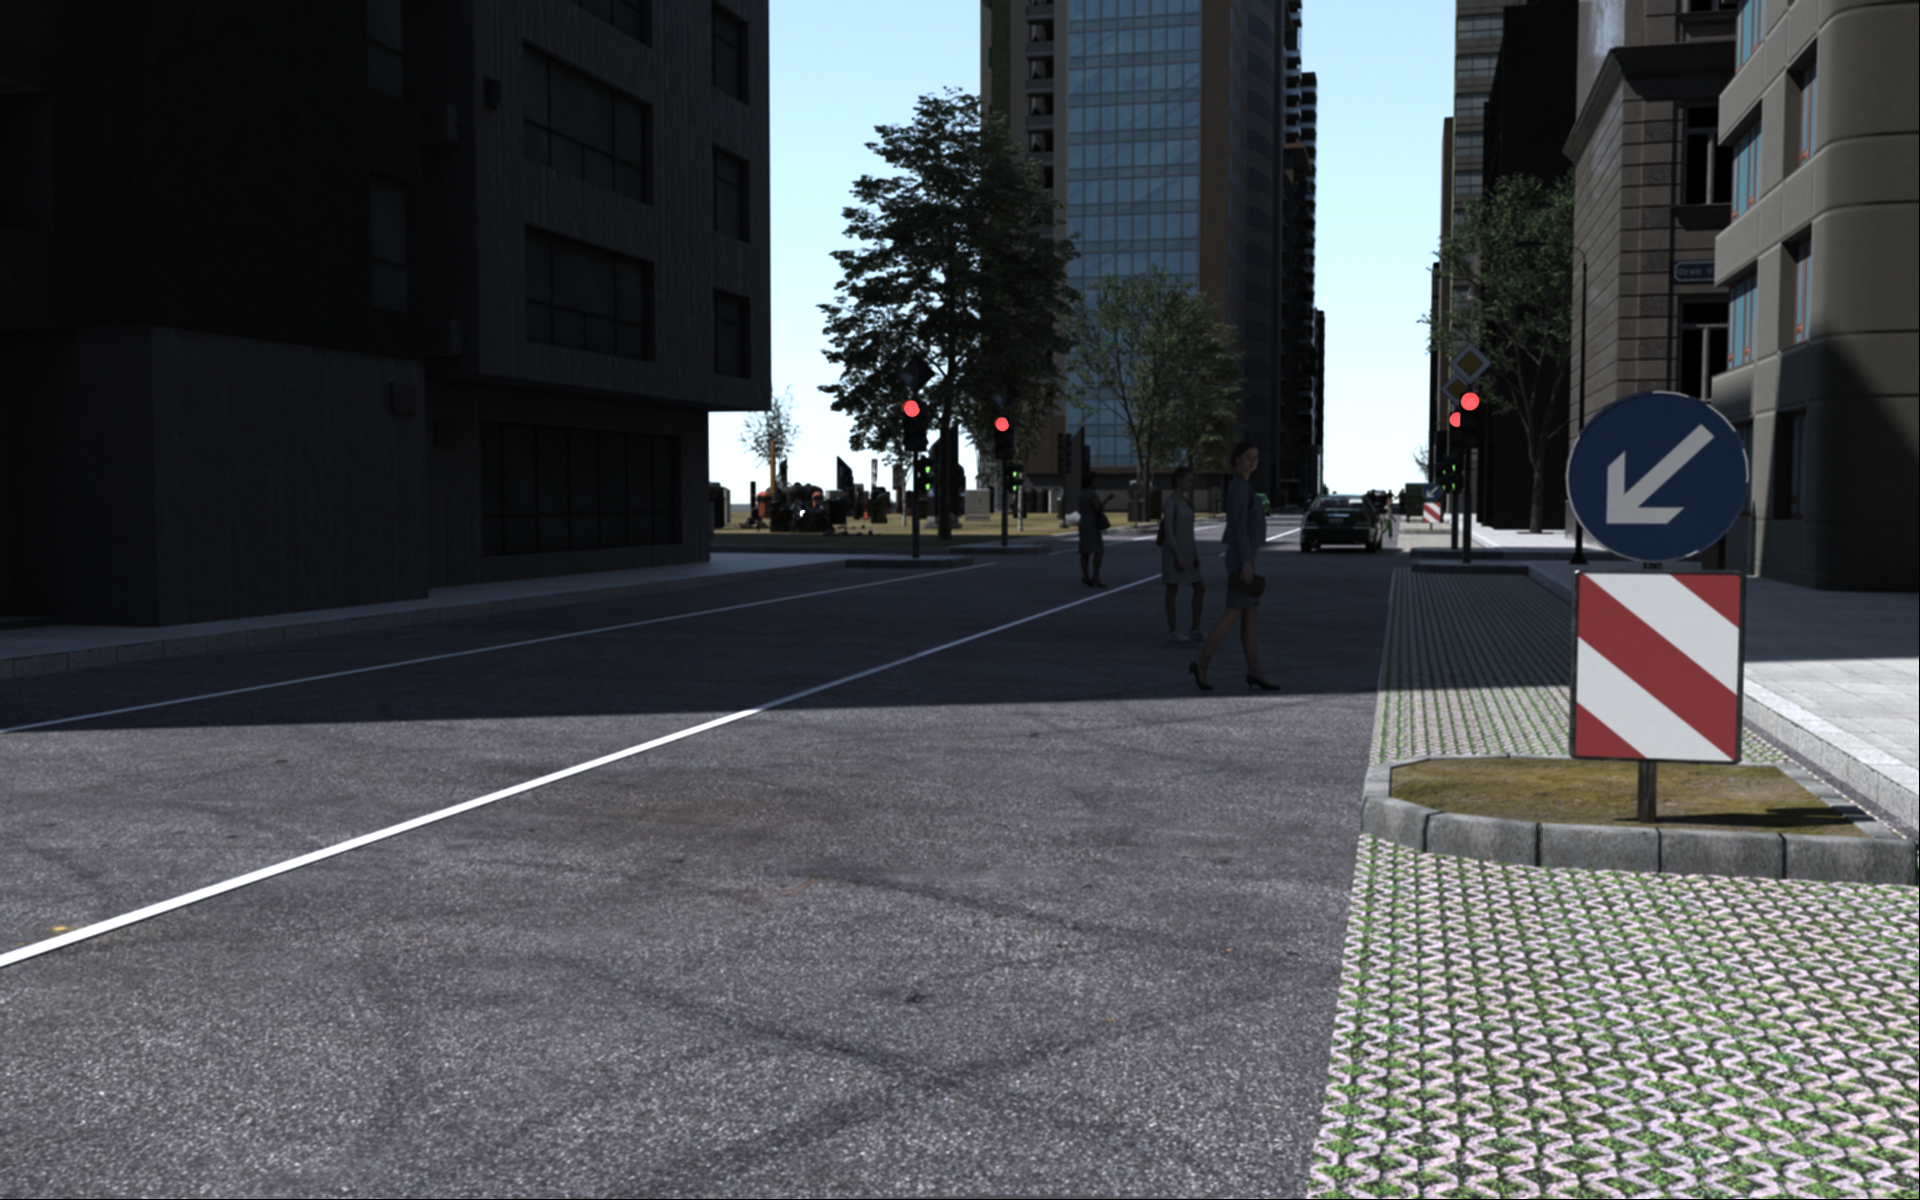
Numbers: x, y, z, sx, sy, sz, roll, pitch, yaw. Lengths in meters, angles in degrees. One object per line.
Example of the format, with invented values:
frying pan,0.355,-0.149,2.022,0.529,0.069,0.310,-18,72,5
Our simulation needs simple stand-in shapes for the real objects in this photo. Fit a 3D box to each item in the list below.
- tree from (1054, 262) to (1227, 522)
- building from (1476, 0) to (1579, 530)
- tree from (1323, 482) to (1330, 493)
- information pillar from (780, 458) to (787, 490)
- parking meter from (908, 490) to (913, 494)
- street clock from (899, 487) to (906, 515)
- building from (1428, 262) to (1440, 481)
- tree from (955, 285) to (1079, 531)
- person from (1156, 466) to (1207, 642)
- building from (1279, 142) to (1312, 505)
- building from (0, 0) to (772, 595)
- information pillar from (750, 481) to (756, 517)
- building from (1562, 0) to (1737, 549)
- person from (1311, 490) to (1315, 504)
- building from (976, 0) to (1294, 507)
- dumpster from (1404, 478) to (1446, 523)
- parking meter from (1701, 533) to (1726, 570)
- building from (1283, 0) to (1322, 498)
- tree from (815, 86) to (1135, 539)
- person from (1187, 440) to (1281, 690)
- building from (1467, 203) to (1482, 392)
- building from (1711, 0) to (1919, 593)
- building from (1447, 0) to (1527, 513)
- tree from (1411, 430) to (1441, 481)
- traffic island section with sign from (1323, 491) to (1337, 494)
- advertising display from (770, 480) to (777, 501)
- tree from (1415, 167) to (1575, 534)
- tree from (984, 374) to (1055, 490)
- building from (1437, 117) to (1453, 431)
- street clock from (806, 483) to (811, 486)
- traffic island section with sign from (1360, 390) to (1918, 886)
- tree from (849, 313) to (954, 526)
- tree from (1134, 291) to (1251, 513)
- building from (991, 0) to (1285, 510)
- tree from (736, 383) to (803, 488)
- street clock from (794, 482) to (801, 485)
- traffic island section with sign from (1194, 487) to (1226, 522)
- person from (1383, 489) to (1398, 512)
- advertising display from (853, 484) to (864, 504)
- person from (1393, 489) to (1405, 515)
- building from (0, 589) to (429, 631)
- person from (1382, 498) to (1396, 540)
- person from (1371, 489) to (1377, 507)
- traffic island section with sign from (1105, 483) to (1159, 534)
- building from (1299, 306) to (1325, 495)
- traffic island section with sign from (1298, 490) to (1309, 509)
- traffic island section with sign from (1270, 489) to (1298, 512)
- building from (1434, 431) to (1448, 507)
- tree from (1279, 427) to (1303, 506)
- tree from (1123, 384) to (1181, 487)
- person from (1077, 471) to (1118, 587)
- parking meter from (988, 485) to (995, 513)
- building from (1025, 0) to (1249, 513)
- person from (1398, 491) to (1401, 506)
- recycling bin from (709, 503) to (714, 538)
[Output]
tree,8.403,-9.388,79.251,9.928,11.665,9.643,0,3,0
building,27.190,-14.571,67.916,12.332,23.373,15.834,1,4,14
tree,56.948,-16.877,270.547,1.663,3.219,1.824,0,3,0
information pillar,-11.402,-7.392,112.217,0.504,3.616,0.183,-3,4,-38
parking meter,-2.933,-5.794,103.149,0.372,1.533,0.369,0,3,0
street clock,-3.622,-6.332,108.094,0.471,2.002,0.358,0,4,3
building,65.454,-27.083,214.506,14.160,30.474,14.107,1,4,14
tree,2.076,-6.670,59.424,4.360,8.622,3.978,0,3,0
person,2.142,-0.448,16.831,0.522,1.701,0.512,2,4,34
building,31.530,-34.181,213.490,22.147,44.769,28.867,1,4,14
building,-11.331,-15.827,30.474,14.107,30.474,14.160,1,4,14
information pillar,-11.832,-5.783,99.047,0.304,2.012,0.304,-1,4,-11
building,27.869,-14.899,40.857,25.104,27.353,12.463,1,4,14
person,31.656,-8.912,154.741,0.617,1.759,0.750,-2,4,-31
building,18.087,-35.817,174.849,28.713,52.752,27.495,1,4,14
dumpster,23.062,-4.951,85.894,1.985,2.255,1.502,1,4,15
parking meter,11.841,-1.313,27.180,0.255,1.863,0.399,3,5,42
building,39.639,-56.778,240.985,22.319,86.520,31.000,1,4,14
tree,-0.028,-7.991,48.781,7.486,12.596,7.792,0,3,0
person,2.020,-0.254,12.681,0.654,1.822,0.581,2,4,23
building,34.679,-16.738,92.744,14.460,24.649,34.723,1,4,14
building,23.383,-10.299,13.431,27.650,21.520,28.899,1,4,14
building,41.221,-26.671,119.673,14.154,41.232,14.086,1,4,14
tree,52.701,-14.857,193.268,4.360,8.622,3.978,0,3,0
traffic island section with sign,46.269,-12.846,218.660,1.989,1.847,2.006,1,4,14
advertising display,-8.663,-4.612,80.612,0.123,1.923,0.974,0,4,5
tree,18.567,-7.938,55.537,9.928,11.665,9.643,0,3,0
tree,3.564,-9.234,101.331,4.737,8.622,4.395,0,3,0
building,62.552,-33.627,199.914,14.600,45.320,14.200,1,4,14
street clock,-10.227,-6.864,116.802,0.358,2.002,0.471,1,4,17
traffic island section with sign,2.763,0.072,7.445,1.989,1.847,2.006,1,4,14
tree,-2.335,-7.284,69.459,4.360,8.622,3.978,0,3,0
tree,12.768,-10.959,97.310,7.486,12.596,7.792,0,3,0
building,15.652,-36.954,146.195,21.231,58.520,28.212,1,4,14
tree,-11.767,-9.707,109.074,4.360,8.622,3.978,0,3,0
street clock,-9.883,-6.167,105.396,0.471,2.002,0.358,0,4,2
traffic island section with sign,13.259,-4.979,90.040,1.989,1.847,2.006,1,4,14
person,34.427,-7.948,138.590,1.348,1.807,0.705,3,5,42
advertising display,-6.302,-6.245,107.312,0.123,1.923,0.974,2,4,35
person,30.431,-6.758,119.126,1.348,1.807,0.705,-1,4,-11
building,-15.032,-14.909,15.456,14.160,30.474,14.107,1,4,14
person,13.262,-2.514,53.845,0.590,1.304,0.306,2,4,27
person,32.049,-7.684,134.138,0.705,1.822,1.348,2,4,30
traffic island section with sign,6.468,-3.361,63.587,1.989,1.847,2.006,1,4,14
building,48.001,-30.098,263.796,14.160,30.474,14.107,1,4,14
traffic island section with sign,32.666,-9.605,165.662,1.989,1.847,2.006,1,4,14
traffic island section with sign,25.877,-7.988,139.229,1.989,1.847,2.006,1,4,14
building,58.010,-52.214,166.369,22.319,86.520,31.000,1,4,14
tree,35.660,-14.638,189.688,4.737,8.622,4.395,0,3,0
tree,12.113,-9.714,109.185,4.360,8.622,3.978,0,3,0
person,2.138,-1.096,26.785,0.532,1.782,0.716,-2,4,-24
parking meter,2.080,-6.724,115.653,0.399,1.863,0.255,-2,4,-24
building,13.150,-29.069,125.388,14.600,45.320,14.200,1,4,14
person,53.137,-12.250,208.796,0.705,1.822,1.348,-1,4,-17
recycling bin,-7.690,-2.366,51.237,0.722,1.027,0.722,-1,4,-17
